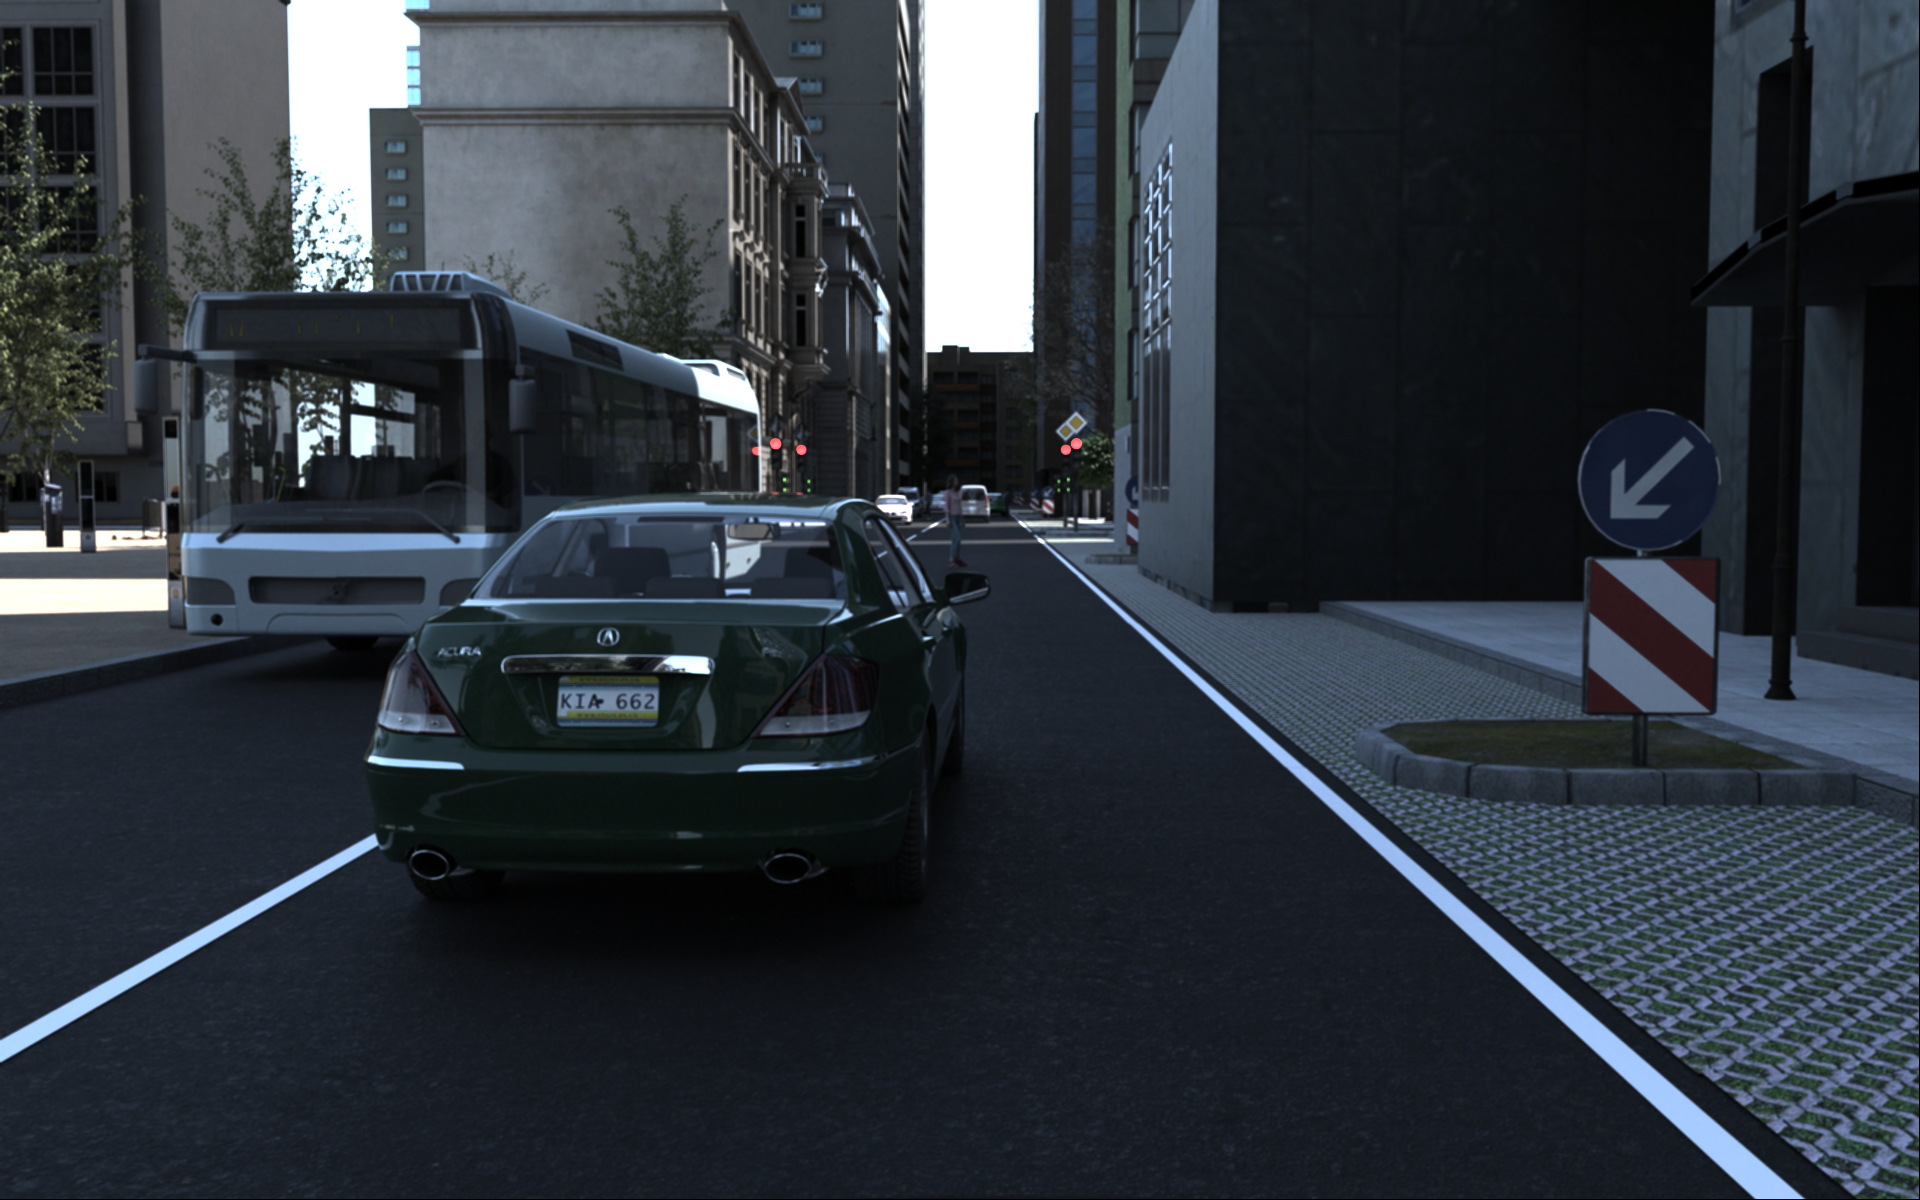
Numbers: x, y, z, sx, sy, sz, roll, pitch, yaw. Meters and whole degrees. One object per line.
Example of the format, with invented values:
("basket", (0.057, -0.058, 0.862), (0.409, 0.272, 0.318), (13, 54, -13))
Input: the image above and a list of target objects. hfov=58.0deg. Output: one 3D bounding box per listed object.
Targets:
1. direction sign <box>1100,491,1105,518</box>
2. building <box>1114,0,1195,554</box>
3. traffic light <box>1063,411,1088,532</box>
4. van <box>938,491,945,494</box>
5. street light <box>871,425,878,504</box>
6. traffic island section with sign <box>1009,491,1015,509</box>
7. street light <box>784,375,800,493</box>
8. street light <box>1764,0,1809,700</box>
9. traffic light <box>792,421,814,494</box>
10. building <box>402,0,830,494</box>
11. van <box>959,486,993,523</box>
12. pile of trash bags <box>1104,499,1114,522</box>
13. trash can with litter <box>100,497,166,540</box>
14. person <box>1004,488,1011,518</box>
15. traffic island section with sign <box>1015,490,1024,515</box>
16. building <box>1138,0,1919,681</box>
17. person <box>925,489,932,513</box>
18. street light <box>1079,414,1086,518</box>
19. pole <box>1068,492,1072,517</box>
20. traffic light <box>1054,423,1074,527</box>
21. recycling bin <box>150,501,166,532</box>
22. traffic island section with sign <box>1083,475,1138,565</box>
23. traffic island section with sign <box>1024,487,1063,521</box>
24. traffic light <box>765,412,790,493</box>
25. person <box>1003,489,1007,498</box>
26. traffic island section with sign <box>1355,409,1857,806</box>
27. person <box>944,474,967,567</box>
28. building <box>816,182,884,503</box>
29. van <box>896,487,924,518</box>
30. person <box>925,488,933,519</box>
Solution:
("direction sign", (7.712, -6.251, 94.208), (0.876, 3.537, 0.379), (-1, 4, -20))
("building", (11.001, -22.094, 44.834), (14.154, 41.232, 14.086), (0, 4, 1))
("traffic light", (3.910, -4.268, 58.699), (0.839, 4.253, 0.868), (0, 4, 1))
("van", (-1.922, -12.383, 209.467), (2.013, 2.044, 4.112), (0, 4, -1))
("street light", (-5.671, -8.654, 114.280), (0.468, 5.910, 1.993), (0, 4, 1))
("traffic island section with sign", (5.796, -9.795, 168.769), (1.989, 1.847, 2.006), (0, 4, 1))
("street light", (-6.500, -5.767, 67.086), (0.468, 5.910, 1.993), (0, 4, 1))
("street light", (5.142, -2.318, 10.682), (0.468, 5.910, 1.993), (0, 4, 1))
("traffic light", (-6.066, -4.765, 66.835), (0.839, 4.253, 0.868), (0, 4, 1))
("building", (-13.654, -16.164, 83.368), (14.460, 24.649, 34.723), (0, 4, 1))
("van", (0.648, -4.890, 86.965), (2.013, 2.044, 4.112), (0, 4, 0))
("pile of trash bags", (8.290, -4.284, 79.804), (3.447, 1.369, 1.912), (2, 4, 24))
("trash can with litter", (-23.176, -2.305, 48.741), (1.678, 1.210, 2.233), (3, 5, 41))
("person", (2.792, -5.723, 102.254), (0.419, 1.800, 0.721), (0, 4, -6))
("traffic island section with sign", (4.948, -6.710, 118.343), (1.989, 1.847, 2.006), (0, 4, 1))
("building", (14.103, -42.828, 12.910), (22.319, 86.520, 31.000), (0, 4, 1))
("person", (-2.374, -7.578, 132.499), (0.679, 1.850, 0.850), (1, 4, 23))
("street light", (6.578, -7.441, 94.441), (0.468, 5.910, 1.993), (0, 4, 1))
("pole", (6.089, -6.227, 95.651), (0.158, 3.312, 0.155), (0, 3, 0))
("traffic light", (4.044, -4.756, 66.683), (0.839, 4.253, 0.868), (0, 4, 1))
("recycling bin", (-27.086, -2.833, 58.866), (0.722, 1.027, 0.722), (-3, 4, -38))
("traffic island section with sign", (3.572, -1.662, 35.808), (1.989, 1.847, 2.006), (0, 4, 1))
("traffic island section with sign", (4.513, -5.062, 91.391), (1.989, 1.847, 2.006), (0, 4, 1))
("traffic light", (-6.200, -4.277, 58.851), (0.839, 4.253, 0.868), (0, 4, 1))
("person", (3.568, -7.650, 133.839), (0.793, 1.790, 0.793), (3, 4, 38))
("traffic island section with sign", (3.120, -0.014, 8.857), (1.989, 1.847, 2.006), (0, 4, 1))
("person", (-0.113, -1.569, 34.169), (0.388, 1.821, 0.555), (2, 4, 27))
("building", (-12.269, -16.573, 112.768), (13.314, 21.916, 24.055), (0, 4, 1))
("van", (-3.209, -6.098, 106.721), (2.013, 2.044, 4.112), (0, 4, 1))
("person", (-1.741, -5.452, 97.978), (0.444, 1.785, 0.601), (0, 4, -1))
